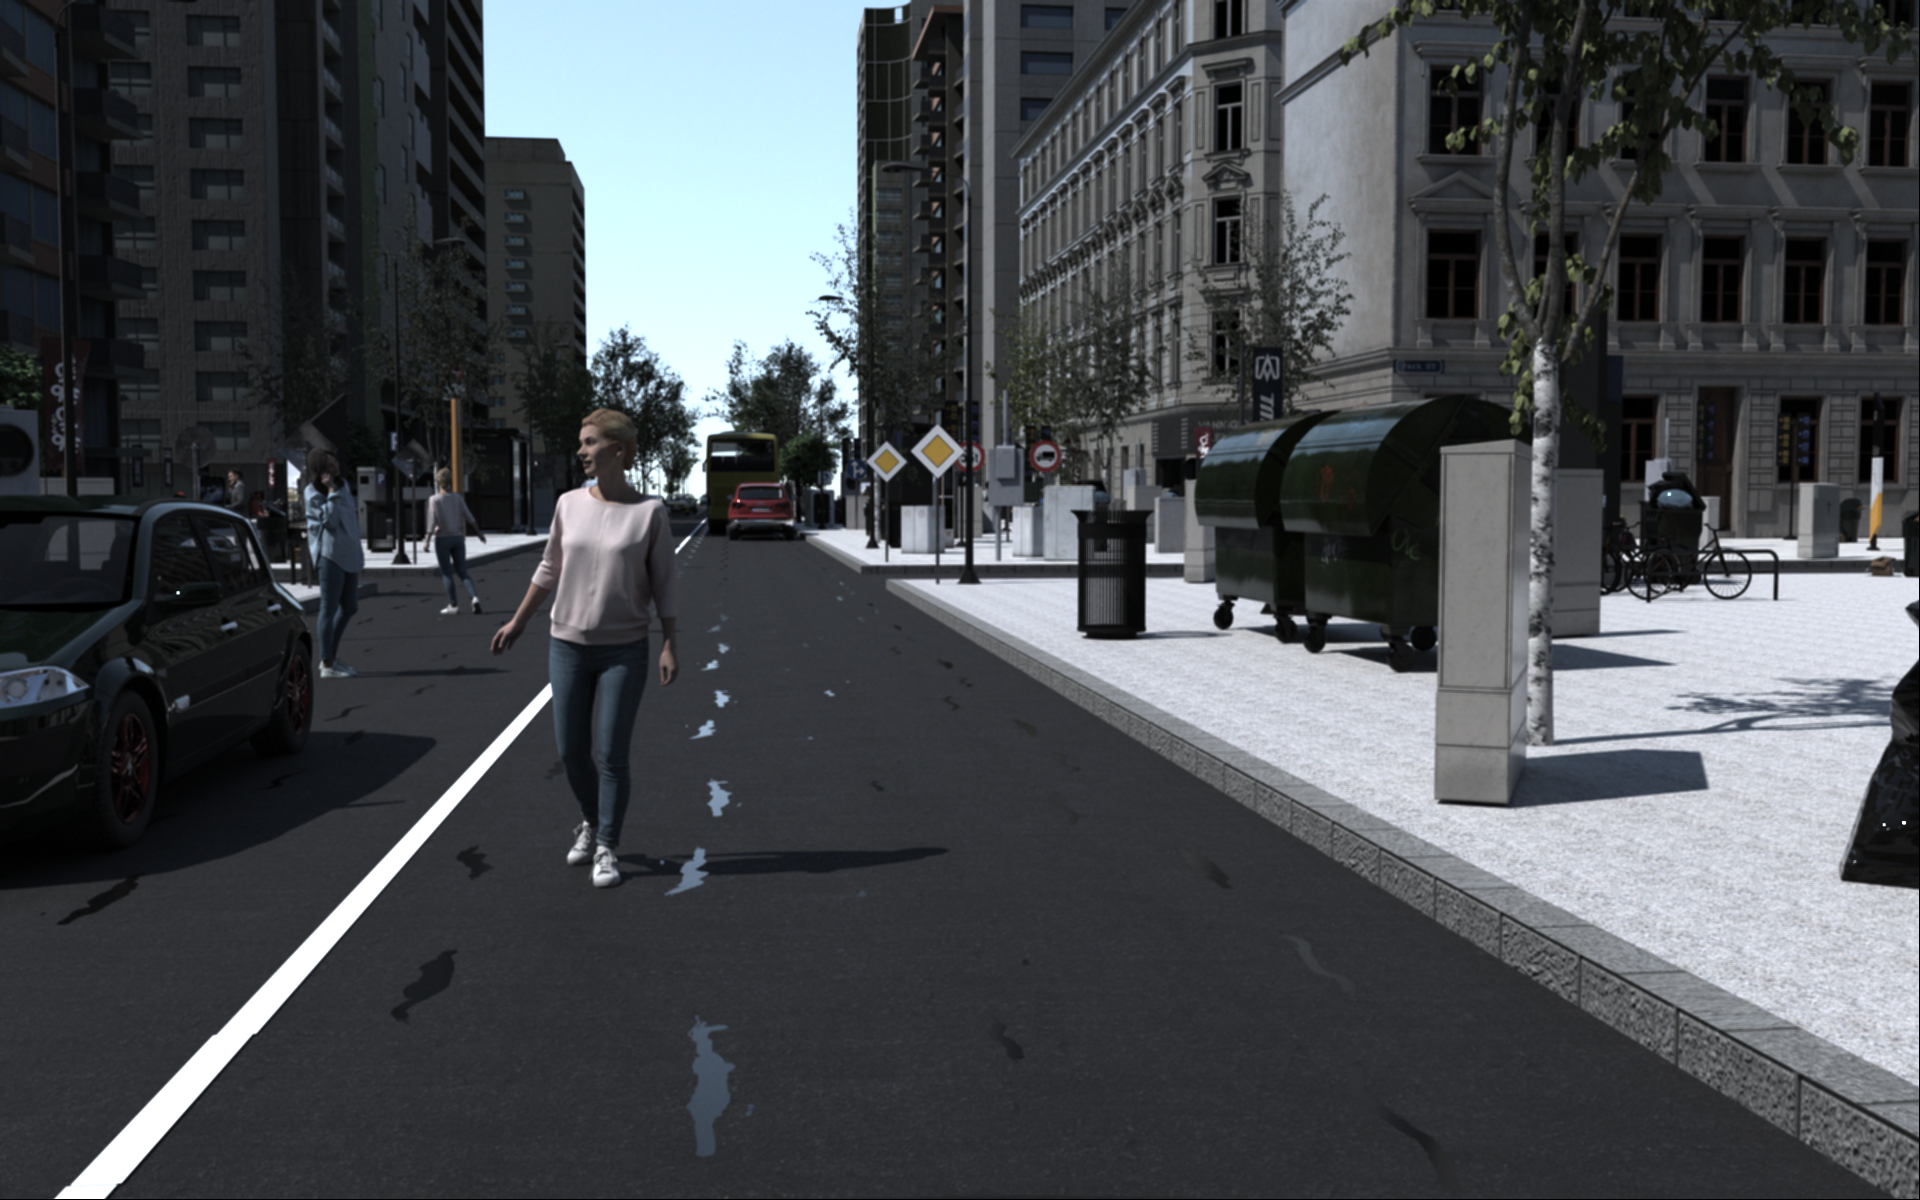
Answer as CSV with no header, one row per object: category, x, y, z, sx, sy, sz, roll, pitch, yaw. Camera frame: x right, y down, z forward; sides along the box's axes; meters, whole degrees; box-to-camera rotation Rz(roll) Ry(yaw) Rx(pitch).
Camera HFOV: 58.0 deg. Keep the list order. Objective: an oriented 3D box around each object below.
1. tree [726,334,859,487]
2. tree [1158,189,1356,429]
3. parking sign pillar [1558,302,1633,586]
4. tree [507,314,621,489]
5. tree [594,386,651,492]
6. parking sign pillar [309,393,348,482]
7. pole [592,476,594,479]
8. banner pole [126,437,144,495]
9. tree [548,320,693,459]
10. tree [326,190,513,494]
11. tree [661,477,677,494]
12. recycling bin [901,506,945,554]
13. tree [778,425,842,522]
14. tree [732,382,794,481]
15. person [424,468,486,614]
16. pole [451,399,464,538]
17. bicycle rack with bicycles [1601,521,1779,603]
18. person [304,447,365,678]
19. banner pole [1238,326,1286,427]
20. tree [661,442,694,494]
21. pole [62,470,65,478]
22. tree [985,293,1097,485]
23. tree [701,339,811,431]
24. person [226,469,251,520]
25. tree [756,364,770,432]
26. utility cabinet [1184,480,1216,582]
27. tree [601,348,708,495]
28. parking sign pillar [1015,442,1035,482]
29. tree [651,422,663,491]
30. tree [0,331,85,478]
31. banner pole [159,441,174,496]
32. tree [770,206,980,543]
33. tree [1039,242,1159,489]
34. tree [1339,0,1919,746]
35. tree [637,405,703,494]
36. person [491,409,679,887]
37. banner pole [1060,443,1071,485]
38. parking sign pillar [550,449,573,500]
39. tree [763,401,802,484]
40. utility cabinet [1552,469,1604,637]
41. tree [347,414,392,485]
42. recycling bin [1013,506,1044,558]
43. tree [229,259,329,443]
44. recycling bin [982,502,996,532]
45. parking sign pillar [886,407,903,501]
tree,-9.160,-10.186,100.949,7.601,10.594,8.767,2,4,31
tree,7.468,-5.550,41.101,4.360,8.622,3.978,0,3,0
parking sign pillar,8.869,-2.217,24.718,1.447,3.967,1.447,-1,4,-14
tree,-16.584,-7.366,70.802,4.737,8.622,4.395,0,3,0
tree,-21.976,-9.789,110.420,4.360,8.622,3.978,0,3,0
parking sign pillar,-16.850,-3.509,45.837,1.447,3.967,1.447,2,4,27
pole,-21.795,-6.669,102.873,0.158,3.312,0.155,0,3,0
banner pole,-36.596,-5.305,76.746,0.863,3.779,0.401,-3,5,-42
tree,-18.676,-9.689,92.820,7.601,10.594,8.767,2,4,25
tree,-12.749,-5.610,42.089,4.360,8.622,3.978,0,3,0
tree,-30.443,-11.493,182.504,1.663,3.219,1.824,0,3,0
recycling bin,-0.796,-1.521,37.418,0.722,1.027,0.722,2,4,30
tree,-6.974,-5.970,81.315,4.285,4.588,4.351,0,3,0
tree,-19.512,-15.618,173.477,7.486,12.596,7.792,0,3,0
person,-5.955,-0.705,20.691,0.598,1.740,0.731,2,4,32
pole,-10.783,-2.649,37.158,0.158,3.312,0.155,0,3,0
bicycle rack with bicycles,8.591,-0.503,21.604,2.925,0.926,2.852,-1,4,-13
person,-4.912,-0.293,13.550,0.793,1.790,0.793,-2,4,-24
banner pole,4.448,-2.200,25.987,0.863,3.779,0.401,0,4,-6
tree,-40.248,-17.996,244.600,4.737,8.622,4.395,0,3,0
pole,-15.915,-2.264,30.861,0.158,3.312,0.155,0,3,0
tree,2.803,-6.895,63.104,4.737,8.622,4.395,0,3,0
tree,-24.827,-21.800,212.312,12.611,20.169,13.585,0,3,0
person,-11.802,-1.220,28.246,0.447,1.846,0.655,-1,4,-21
tree,-8.572,-8.544,90.057,4.360,8.622,3.978,0,3,0
utility cabinet,3.540,-1.022,25.394,0.318,1.500,1.173,1,4,19
tree,-26.147,-14.267,143.638,12.009,13.543,11.850,0,3,0
parking sign pillar,3.526,-6.202,89.875,1.447,3.967,1.447,-1,4,-17
tree,-22.646,-10.492,121.900,4.360,8.622,3.978,0,3,0
tree,-18.477,-3.019,33.079,4.285,4.588,4.351,0,3,0
banner pole,-37.672,-5.634,82.131,0.401,3.779,0.863,2,4,32
tree,-1.941,-5.786,44.958,4.360,8.622,3.978,0,3,0
tree,4.266,-6.177,51.350,4.360,8.622,3.978,0,3,0
tree,3.199,-3.564,8.632,4.737,8.622,4.395,0,3,0
tree,-33.081,-16.590,197.003,9.928,11.665,9.643,0,3,0
person,-1.394,0.163,6.501,0.731,1.740,0.598,0,4,-2
banner pole,5.221,-5.838,85.461,0.863,3.779,0.401,3,5,44
parking sign pillar,-23.821,-7.040,103.576,1.447,3.967,1.447,-3,5,-43
tree,-13.323,-11.171,133.010,4.737,8.622,4.395,0,3,0
utility cabinet,5.198,-0.414,15.448,1.173,1.500,0.318,-2,4,-30
tree,-23.328,-5.008,65.594,4.285,4.588,4.351,0,3,0
recycling bin,1.555,-1.399,35.429,0.722,1.027,0.722,-2,4,-33
tree,-20.427,-6.345,54.101,4.360,8.622,3.978,0,3,0
recycling bin,0.932,-2.803,58.377,0.722,1.027,0.722,2,4,24
parking sign pillar,-1.949,-3.829,51.077,1.447,3.967,1.447,0,3,0
